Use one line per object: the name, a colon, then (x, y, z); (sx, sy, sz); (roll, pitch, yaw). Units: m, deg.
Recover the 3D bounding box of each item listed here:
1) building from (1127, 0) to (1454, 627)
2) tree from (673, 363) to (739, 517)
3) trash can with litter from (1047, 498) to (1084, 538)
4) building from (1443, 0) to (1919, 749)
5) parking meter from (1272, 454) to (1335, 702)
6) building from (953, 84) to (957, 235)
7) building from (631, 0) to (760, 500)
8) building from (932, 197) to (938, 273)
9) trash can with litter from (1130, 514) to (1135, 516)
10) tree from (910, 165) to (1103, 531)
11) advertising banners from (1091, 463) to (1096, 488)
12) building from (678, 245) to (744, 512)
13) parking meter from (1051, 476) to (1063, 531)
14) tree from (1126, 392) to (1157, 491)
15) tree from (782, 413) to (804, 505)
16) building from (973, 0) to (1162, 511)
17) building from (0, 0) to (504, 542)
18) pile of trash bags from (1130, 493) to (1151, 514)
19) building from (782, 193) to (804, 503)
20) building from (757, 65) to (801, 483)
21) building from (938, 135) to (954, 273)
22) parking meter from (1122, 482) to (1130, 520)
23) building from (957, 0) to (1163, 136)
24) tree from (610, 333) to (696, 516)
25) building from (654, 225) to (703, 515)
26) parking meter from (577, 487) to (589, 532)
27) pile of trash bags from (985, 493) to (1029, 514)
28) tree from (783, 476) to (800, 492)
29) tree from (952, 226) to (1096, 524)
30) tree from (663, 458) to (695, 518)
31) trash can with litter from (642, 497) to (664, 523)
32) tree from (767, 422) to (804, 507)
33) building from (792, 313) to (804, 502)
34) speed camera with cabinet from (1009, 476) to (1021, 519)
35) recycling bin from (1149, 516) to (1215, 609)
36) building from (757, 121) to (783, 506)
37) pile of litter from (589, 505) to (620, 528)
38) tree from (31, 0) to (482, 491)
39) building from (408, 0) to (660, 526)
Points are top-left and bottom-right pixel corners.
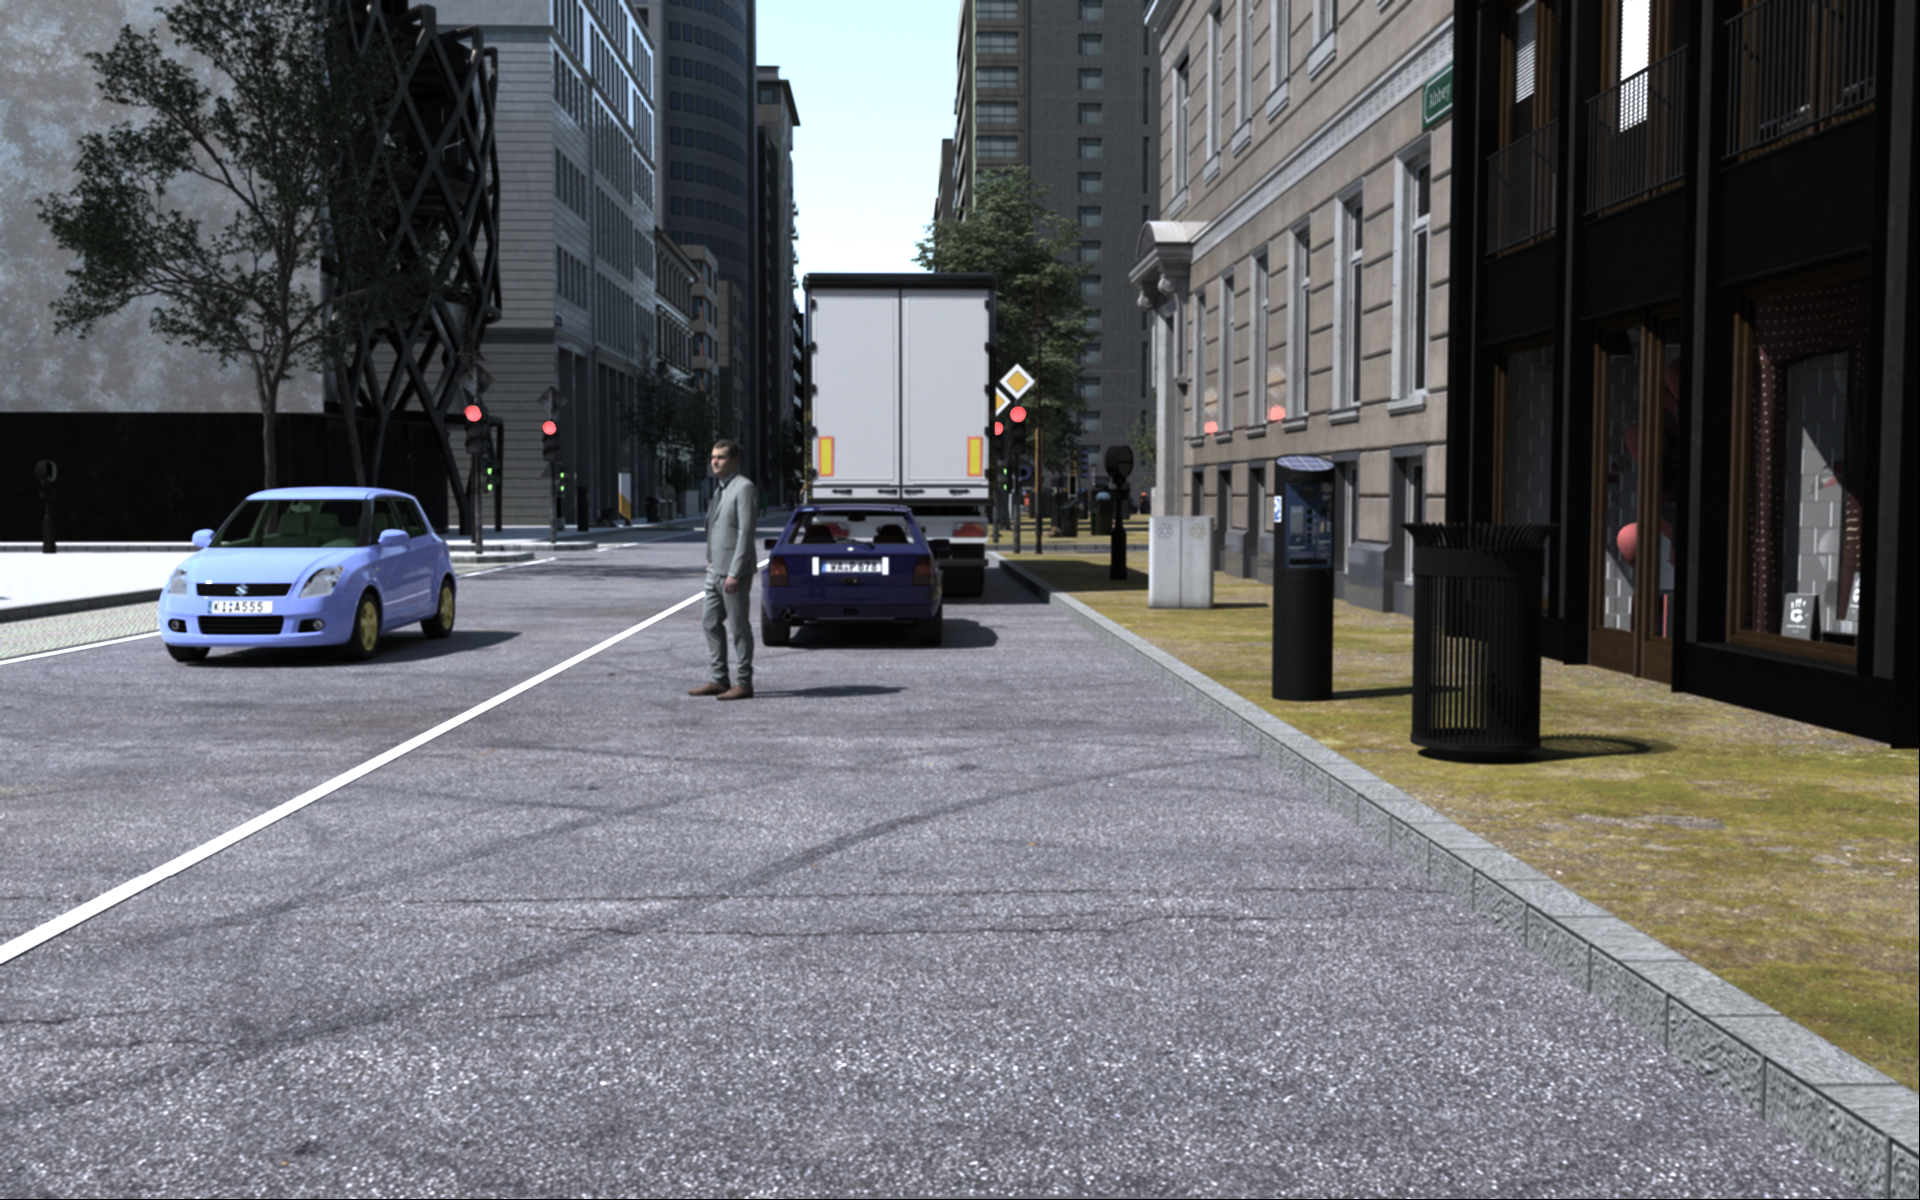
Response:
building: (10.525, -14.630, 25.101); (13.634, 28.700, 20.117); (0, 4, -2)
tree: (-14.592, -9.026, 97.935); (4.737, 8.622, 4.395); (0, 3, 0)
trash can with litter: (3.113, -2.440, 51.276); (1.055, 1.170, 0.624); (-3, 4, -39)
building: (10.810, -10.865, 7.321); (12.332, 23.373, 15.834); (0, 4, -2)
parking meter: (2.150, -0.149, 10.839); (0.372, 1.533, 0.369); (0, 3, 0)
building: (10.682, -34.222, 179.130); (23.786, 49.044, 30.456); (0, 4, -2)
building: (-30.624, -37.954, 162.550); (21.231, 58.520, 28.212); (0, 4, -2)
building: (7.156, -36.454, 250.650); (22.147, 44.769, 28.867); (0, 4, -2)
trash can with litter: (9.151, -5.511, 101.158); (2.233, 1.210, 1.678); (0, 4, 1)
tree: (1.335, -8.689, 60.200); (7.486, 12.596, 7.792); (0, 3, 0)
advertising banners: (8.042, -6.262, 98.578); (0.090, 3.025, 2.074); (3, 5, 39)
building: (-32.011, -17.699, 134.423); (27.650, 21.520, 28.899); (0, 4, -2)
parking meter: (3.067, -3.004, 54.833); (0.255, 1.863, 0.399); (2, 4, 34)
tree: (13.617, -10.259, 118.094); (4.737, 8.622, 4.395); (0, 3, 0)
tree: (-18.419, -16.083, 197.362); (8.767, 10.594, 7.601); (0, 4, -3)
building: (7.934, -27.637, 135.452); (14.154, 41.232, 14.086); (0, 4, -2)
building: (-23.333, -11.412, 54.036); (16.820, 18.784, 16.811); (0, 4, -2)
pile of trash bags: (11.535, -6.188, 110.918); (1.912, 1.369, 3.447); (1, 4, 15)
building: (-34.456, -38.444, 248.168); (23.786, 49.044, 30.456); (0, 4, -2)
building: (-34.898, -38.438, 217.707); (28.713, 52.752, 27.495); (0, 4, -2)
building: (8.036, -36.796, 225.311); (21.300, 48.544, 21.600); (0, 4, -2)
parking meter: (8.204, -4.904, 85.893); (0.399, 1.863, 0.255); (2, 4, 24)
building: (10.712, -32.382, 153.150); (21.300, 48.544, 21.600); (0, 4, -2)
tree: (-13.819, -7.862, 78.899); (4.360, 8.622, 3.978); (0, 3, 0)
building: (-22.415, -14.916, 108.501); (10.561, 19.102, 19.286); (0, 4, -2)
parking meter: (-12.927, -3.116, 59.350); (0.372, 1.533, 0.369); (0, 3, 0)
pile of trash bags: (3.201, -6.387, 114.176); (3.447, 1.369, 1.912); (1, 4, 23)
tree: (-18.051, -11.579, 183.915); (1.663, 3.219, 1.824); (0, 3, 0)
tree: (1.344, -9.601, 73.987); (9.611, 12.733, 9.660); (0, 3, 0)
tree: (-15.054, -6.019, 93.012); (1.663, 3.219, 1.824); (0, 3, 0)
trash can with litter: (-13.744, -4.055, 77.691); (0.624, 1.170, 1.055); (1, 4, 19)
tree: (-17.597, -13.825, 176.404); (4.360, 8.622, 3.978); (0, 3, 0)
building: (-30.026, -30.547, 271.150); (14.160, 30.474, 14.107); (0, 4, -2)
speed camera with cabinet: (2.641, -5.822, 89.532); (0.660, 3.252, 2.038); (1, 4, 15)
recycling bin: (2.511, -0.433, 19.626); (0.722, 1.027, 0.722); (0, 4, 8)
building: (-26.448, -30.627, 184.352); (14.154, 41.232, 14.086); (0, 4, -2)
pile of litter: (-13.811, -3.236, 66.870); (1.176, 0.858, 1.719); (-3, 4, -36)
tree: (-12.182, -5.831, 29.754); (8.767, 10.594, 7.601); (1, 4, 17)
building: (-22.160, -18.708, 83.376); (11.434, 29.767, 29.804); (0, 4, -2)
